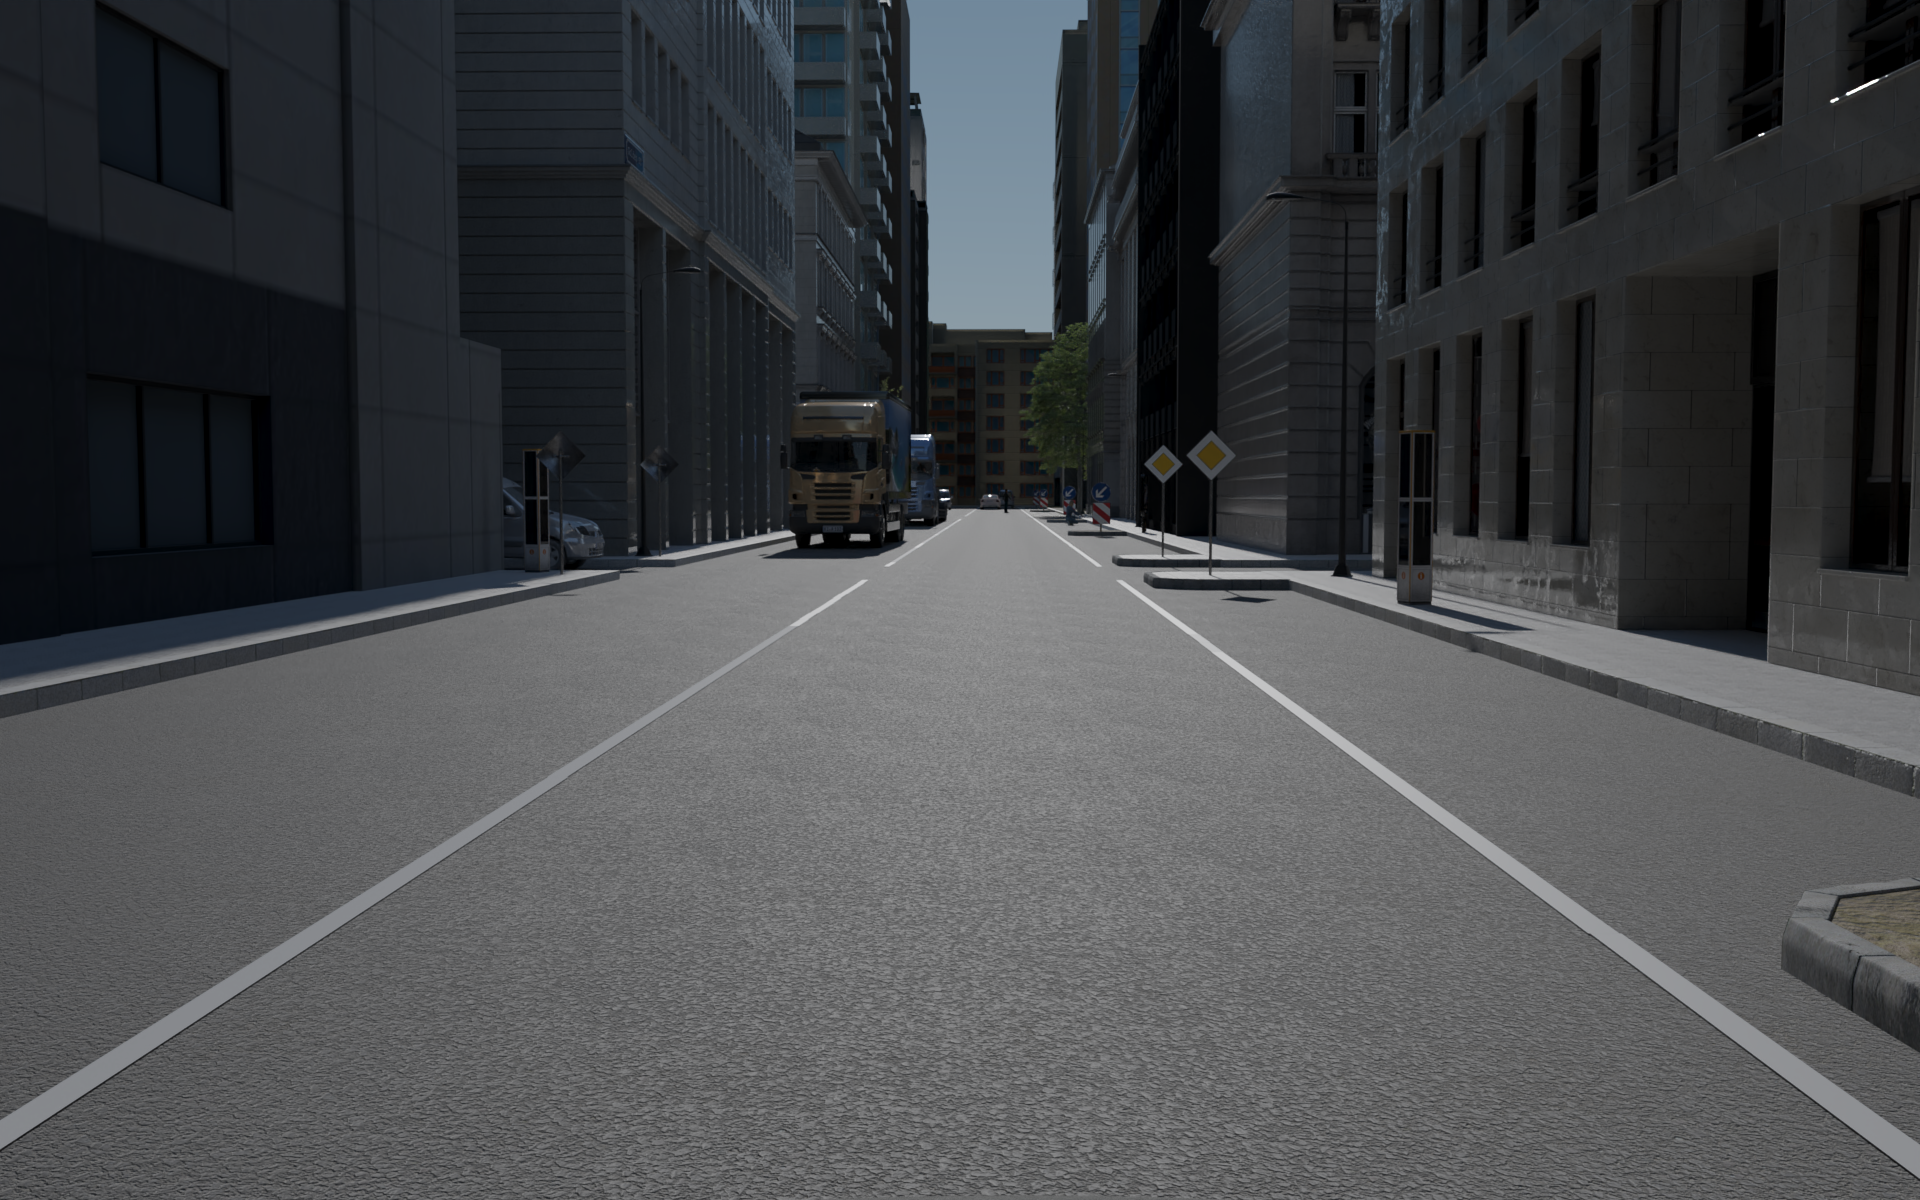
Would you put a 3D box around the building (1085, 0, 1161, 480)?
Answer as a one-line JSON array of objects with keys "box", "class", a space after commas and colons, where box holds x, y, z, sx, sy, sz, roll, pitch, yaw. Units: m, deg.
[{"box": [16.411, -29.055, 125.155, 14.600, 45.320, 14.200, 0, 4, 1], "class": "building"}]

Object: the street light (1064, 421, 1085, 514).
[{"box": [7.295, -8.427, 110.323, 1.470, 5.913, 1.316, 0, 4, 1], "class": "street light"}]

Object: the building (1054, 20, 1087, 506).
[{"box": [20.551, -33.704, 174.756, 21.300, 48.544, 21.600, 0, 4, 1], "class": "building"}]

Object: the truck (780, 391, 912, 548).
[{"box": [-3.038, -3.709, 49.556, 2.839, 4.237, 11.283, 0, 4, 3], "class": "truck"}]

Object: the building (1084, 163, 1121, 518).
[{"box": [12.549, -15.420, 101.267, 9.793, 20.994, 18.267, 0, 4, 1], "class": "building"}]

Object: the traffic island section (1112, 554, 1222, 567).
[{"box": [4.156, -0.799, 35.343, 2.009, 0.180, 2.903, 0, 4, 1], "class": "traffic island section"}]

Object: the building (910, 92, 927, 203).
[{"box": [-10.467, -30.299, 178.980, 14.086, 41.232, 14.154, 0, 4, 1], "class": "building"}]

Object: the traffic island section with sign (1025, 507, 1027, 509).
[{"box": [7.153, -9.571, 165.110, 1.989, 1.847, 2.006, 0, 4, 1], "class": "traffic island section with sign"}]

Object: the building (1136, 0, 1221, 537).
[{"box": [12.873, -14.045, 59.311, 12.332, 23.373, 15.834, 0, 4, 1], "class": "building"}]

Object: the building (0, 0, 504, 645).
[{"box": [-18.278, -35.416, 17.302, 20.611, 71.187, 20.563, 0, 4, 1], "class": "building"}]

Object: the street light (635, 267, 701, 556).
[{"box": [-6.000, -3.858, 35.624, 1.470, 5.913, 1.316, 0, 4, 1], "class": "street light"}]

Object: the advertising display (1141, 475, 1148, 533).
[{"box": [6.120, -3.199, 57.511, 0.123, 1.923, 0.974, 1, 4, 13], "class": "advertising display"}]

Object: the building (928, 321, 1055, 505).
[{"box": [-3.421, -22.198, 207.981, 28.899, 21.520, 27.650, 0, 4, 1], "class": "building"}]

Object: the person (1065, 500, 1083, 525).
[{"box": [5.170, -4.013, 79.610, 0.738, 1.151, 1.012, -1, 4, -15], "class": "person"}]

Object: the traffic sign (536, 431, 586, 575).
[{"box": [-6.343, -1.462, 27.540, 0.795, 2.450, 0.064, 0, 4, 1], "class": "traffic sign"}]

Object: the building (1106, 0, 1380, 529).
[{"box": [14.107, -14.573, 80.076, 13.314, 21.916, 24.055, 0, 4, 1], "class": "building"}]

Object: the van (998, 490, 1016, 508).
[{"box": [4.572, -10.185, 173.531, 2.013, 2.044, 4.112, 0, 4, 1], "class": "van"}]

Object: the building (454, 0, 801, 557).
[{"box": [-11.847, -16.635, 49.481, 11.434, 29.767, 29.804, 0, 4, 1], "class": "building"}]

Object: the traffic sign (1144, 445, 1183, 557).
[{"box": [4.133, -1.934, 35.266, 0.795, 2.450, 0.064, 0, 4, 1], "class": "traffic sign"}]

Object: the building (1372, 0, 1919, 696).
[{"box": [11.448, -9.984, 17.991, 10.420, 20.320, 16.860, 0, 4, 1], "class": "building"}]

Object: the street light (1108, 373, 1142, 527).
[{"box": [6.384, -5.767, 66.832, 1.470, 5.913, 1.316, 0, 4, 1], "class": "street light"}]

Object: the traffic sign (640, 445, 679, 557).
[{"box": [-6.158, -1.950, 35.523, 0.795, 2.450, 0.064, 0, 4, 1], "class": "traffic sign"}]

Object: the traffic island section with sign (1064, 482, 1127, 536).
[{"box": [4.738, -3.141, 59.976, 1.989, 1.847, 2.006, 0, 4, 1], "class": "traffic island section with sign"}]

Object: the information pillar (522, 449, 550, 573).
[{"box": [-6.941, -1.461, 28.376, 0.304, 2.012, 0.304, 1, 4, 21], "class": "information pillar"}]

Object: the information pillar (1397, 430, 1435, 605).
[{"box": [5.292, -0.956, 20.117, 0.304, 2.012, 0.304, -1, 4, -15], "class": "information pillar"}]

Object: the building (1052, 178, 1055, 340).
[{"box": [17.930, -31.646, 201.012, 14.086, 41.232, 14.154, 0, 4, 1], "class": "building"}]

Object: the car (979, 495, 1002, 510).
[{"box": [2.821, -9.007, 159.629, 2.083, 1.381, 4.827, 0, 4, 2], "class": "car"}]

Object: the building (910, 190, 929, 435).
[{"box": [-10.232, -23.974, 163.678, 14.160, 30.474, 14.107, 0, 4, 1], "class": "building"}]

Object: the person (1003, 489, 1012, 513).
[{"box": [3.543, -7.539, 131.781, 0.705, 1.821, 1.348, -2, 4, -28], "class": "person"}]

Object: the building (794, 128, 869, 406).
[{"box": [-11.255, -14.307, 84.829, 10.553, 20.767, 40.483, 0, 4, 1], "class": "building"}]

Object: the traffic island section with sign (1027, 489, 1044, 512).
[{"box": [6.523, -7.873, 137.347, 1.989, 1.847, 2.006, 0, 4, 1], "class": "traffic island section with sign"}]

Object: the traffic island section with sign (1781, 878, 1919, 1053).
[{"box": [3.463, 0.239, 4.726, 1.989, 1.847, 2.006, 0, 4, 1], "class": "traffic island section with sign"}]

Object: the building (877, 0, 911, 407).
[{"box": [-11.496, -30.456, 148.068, 14.600, 45.320, 14.200, 0, 4, 1], "class": "building"}]

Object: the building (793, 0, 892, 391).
[{"box": [-16.555, -30.958, 125.779, 23.786, 49.044, 30.456, 0, 4, 1], "class": "building"}]

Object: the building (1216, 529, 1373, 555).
[{"box": [18.520, -12.201, 41.282, 24.055, 21.916, 13.314, 0, 4, 1], "class": "building"}]

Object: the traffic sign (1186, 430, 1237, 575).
[{"box": [3.948, -1.446, 27.283, 0.795, 2.450, 0.064, 0, 4, 1], "class": "traffic sign"}]

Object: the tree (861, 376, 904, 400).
[{"box": [-5.266, -9.699, 108.938, 4.360, 8.622, 3.978, 0, 3, 0], "class": "tree"}]

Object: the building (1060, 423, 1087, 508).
[{"box": [20.373, -51.050, 147.343, 22.319, 86.520, 31.000, 0, 4, 1], "class": "building"}]

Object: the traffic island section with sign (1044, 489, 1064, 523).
[{"box": [5.351, -4.791, 86.956, 1.989, 1.847, 2.006, 0, 4, 1], "class": "traffic island section with sign"}]

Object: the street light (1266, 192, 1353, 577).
[{"box": [5.410, -3.320, 26.823, 1.470, 5.913, 1.316, 0, 4, 1], "class": "street light"}]

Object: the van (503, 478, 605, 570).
[{"box": [-8.778, -1.560, 32.515, 4.112, 2.044, 2.013, 0, 4, 3], "class": "van"}]

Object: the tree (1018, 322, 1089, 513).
[{"box": [7.599, -12.041, 114.995, 7.486, 12.596, 7.792, 0, 3, 0], "class": "tree"}]

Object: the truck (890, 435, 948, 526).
[{"box": [-2.147, -5.797, 84.544, 2.967, 4.110, 18.799, 0, 4, 2], "class": "truck"}]

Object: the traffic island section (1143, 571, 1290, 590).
[{"box": [3.972, -0.311, 27.360, 2.009, 0.180, 2.903, 0, 4, 1], "class": "traffic island section"}]

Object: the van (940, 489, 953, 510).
[{"box": [-1.620, -9.083, 155.518, 2.013, 2.044, 4.112, 0, 3, 0], "class": "van"}]
